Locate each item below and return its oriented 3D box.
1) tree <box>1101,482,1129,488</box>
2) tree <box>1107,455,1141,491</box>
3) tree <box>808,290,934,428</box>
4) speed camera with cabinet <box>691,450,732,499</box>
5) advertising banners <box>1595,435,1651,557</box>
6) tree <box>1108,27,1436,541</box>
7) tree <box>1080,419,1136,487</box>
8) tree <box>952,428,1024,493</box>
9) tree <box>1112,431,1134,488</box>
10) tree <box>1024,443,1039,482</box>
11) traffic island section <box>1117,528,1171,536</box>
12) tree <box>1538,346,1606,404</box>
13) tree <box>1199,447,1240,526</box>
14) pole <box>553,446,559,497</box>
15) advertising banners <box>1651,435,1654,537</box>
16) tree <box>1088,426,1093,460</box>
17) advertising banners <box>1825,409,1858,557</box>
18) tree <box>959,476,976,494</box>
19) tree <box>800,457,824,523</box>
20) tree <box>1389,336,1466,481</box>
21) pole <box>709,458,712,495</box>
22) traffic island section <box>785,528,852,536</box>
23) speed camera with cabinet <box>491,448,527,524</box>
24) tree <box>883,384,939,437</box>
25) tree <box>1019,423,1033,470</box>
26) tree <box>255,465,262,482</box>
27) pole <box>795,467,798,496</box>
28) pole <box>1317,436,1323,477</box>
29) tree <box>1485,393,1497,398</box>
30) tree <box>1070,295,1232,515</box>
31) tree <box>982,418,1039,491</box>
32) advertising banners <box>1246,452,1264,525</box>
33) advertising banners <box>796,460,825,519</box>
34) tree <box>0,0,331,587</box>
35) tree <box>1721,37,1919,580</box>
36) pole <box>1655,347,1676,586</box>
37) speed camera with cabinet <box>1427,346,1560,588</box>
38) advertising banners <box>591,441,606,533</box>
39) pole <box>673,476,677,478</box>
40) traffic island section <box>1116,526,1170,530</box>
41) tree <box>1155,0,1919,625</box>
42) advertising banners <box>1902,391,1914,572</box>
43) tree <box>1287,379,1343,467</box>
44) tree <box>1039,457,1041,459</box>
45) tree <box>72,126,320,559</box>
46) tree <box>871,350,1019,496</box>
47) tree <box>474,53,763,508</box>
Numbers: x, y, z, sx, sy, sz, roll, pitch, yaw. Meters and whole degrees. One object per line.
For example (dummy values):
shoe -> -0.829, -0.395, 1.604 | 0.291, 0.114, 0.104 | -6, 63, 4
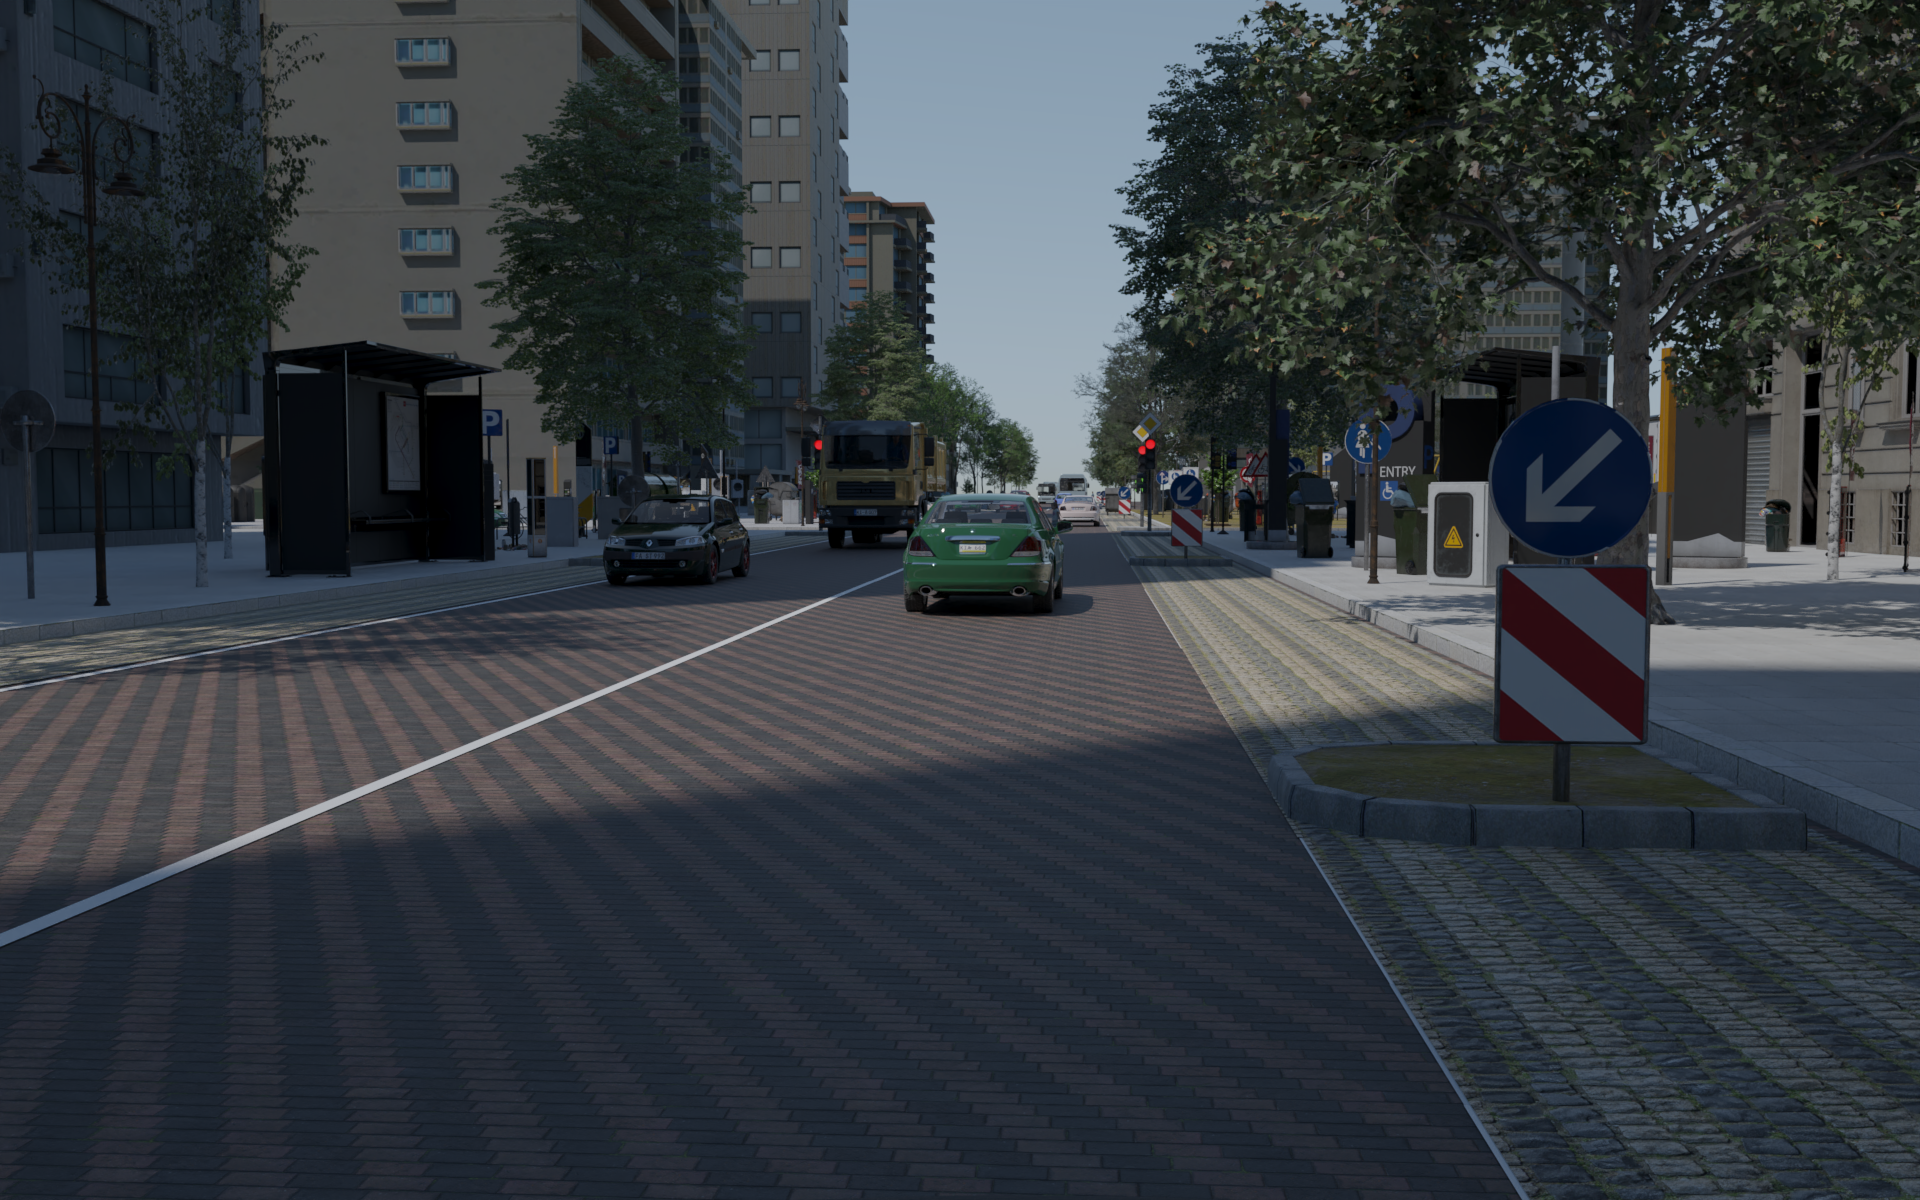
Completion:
tree -> 26.453, -22.739, 289.905 | 7.486, 12.596, 7.792 | 0, 3, 0
tree -> 21.357, -16.896, 226.616 | 4.360, 8.622, 3.978 | 0, 3, 0
tree -> -4.838, -10.929, 96.811 | 7.486, 12.596, 7.792 | 0, 3, 0
speed camera with cabinet -> -11.438, -5.106, 77.813 | 2.038, 3.252, 0.660 | 0, 4, 6
advertising banners -> 12.976, -2.406, 35.519 | 2.074, 3.025, 0.090 | 1, 4, 19
tree -> 8.653, -8.559, 46.602 | 9.857, 13.997, 8.962 | 0, 3, 0
tree -> 19.741, -17.922, 210.031 | 9.611, 12.733, 9.660 | 0, 3, 0
tree -> 2.386, -16.455, 203.446 | 7.601, 10.594, 8.767 | -1, 4, -13
tree -> 17.405, -13.949, 178.432 | 4.737, 8.622, 4.395 | 0, 3, 0
tree -> 9.408, -21.467, 285.402 | 7.601, 10.594, 8.767 | 1, 4, 17
traffic island section -> 6.539, -2.280, 59.565 | 2.009, 0.180, 2.903 | 0, 4, 4
tree -> 29.449, -8.267, 85.520 | 4.737, 8.622, 4.395 | 0, 3, 0
tree -> 10.843, -4.749, 72.252 | 1.663, 3.219, 1.824 | 0, 3, 0
pole -> -17.157, -4.877, 73.574 | 0.158, 3.312, 0.155 | 0, 3, 0
advertising banners -> 21.121, -3.379, 51.427 | 2.074, 3.025, 0.090 | 1, 4, 18
tree -> 14.293, -13.332, 124.627 | 9.857, 13.997, 8.962 | 0, 3, 0
advertising banners -> 17.977, -2.390, 35.261 | 0.090, 3.025, 2.074 | 3, 5, 40
tree -> 0.696, -10.905, 172.905 | 1.663, 3.219, 1.824 | 0, 3, 0
tree -> -5.914, -5.019, 76.668 | 1.663, 3.219, 1.824 | 0, 3, 0
tree -> 19.799, -7.717, 76.527 | 4.360, 8.622, 3.978 | 0, 3, 0
pole -> -14.097, -6.364, 97.897 | 0.158, 3.312, 0.155 | 0, 3, 0
traffic island section -> -4.872, -2.331, 60.396 | 2.009, 0.180, 2.903 | 0, 4, 4
speed camera with cabinet -> -19.775, -4.942, 75.136 | 2.038, 3.252, 0.660 | -3, 5, -40
tree -> -3.274, -9.886, 112.005 | 4.737, 8.622, 4.395 | 0, 3, 0
tree -> -0.555, -13.845, 152.124 | 9.928, 11.665, 9.643 | 0, 3, 0
tree -> -21.129, -3.648, 54.245 | 1.663, 3.219, 1.824 | 0, 3, 0
pole -> -12.283, -8.323, 129.925 | 0.158, 3.312, 0.155 | 0, 3, 0
pole -> 12.413, -4.032, 59.760 | 0.158, 3.312, 0.155 | 0, 3, 0
tree -> 37.152, -10.442, 121.086 | 4.737, 8.622, 4.395 | 0, 3, 0
tree -> 11.977, -12.010, 106.737 | 12.009, 13.543, 11.850 | 0, 3, 0
tree -> 7.015, -20.691, 256.431 | 7.486, 12.596, 7.792 | 0, 3, 0
advertising banners -> 12.386, -4.614, 71.624 | 0.090, 3.025, 2.074 | -1, 4, -23
advertising banners -> -7.544, -5.675, 88.966 | 2.074, 3.025, 0.090 | -3, 4, -36
tree -> -10.696, -4.486, 23.708 | 4.360, 8.622, 3.978 | 0, 3, 0
tree -> 13.255, -4.598, 25.542 | 4.737, 8.622, 4.395 | 0, 3, 0
pole -> 9.884, -1.858, 24.224 | 0.158, 3.312, 0.155 | 0, 3, 0
speed camera with cabinet -> 7.399, -1.794, 23.670 | 0.660, 3.252, 2.038 | -3, 4, -38
advertising banners -> -11.832, -3.703, 56.732 | 0.090, 3.025, 2.074 | -2, 4, -24
pole -> -14.994, -5.952, 91.158 | 0.158, 3.312, 0.155 | 0, 3, 0
traffic island section -> 7.117, -2.767, 67.529 | 2.009, 0.180, 2.903 | 0, 4, 4
tree -> 6.768, -6.114, 16.972 | 9.611, 12.733, 9.660 | 0, 3, 0
advertising banners -> 15.964, -2.014, 29.122 | 0.090, 3.025, 2.074 | 2, 4, 30
tree -> 21.079, -9.541, 106.361 | 4.737, 8.622, 4.395 | 0, 3, 0
tree -> 10.294, -23.512, 302.543 | 7.486, 12.596, 7.792 | 0, 3, 0
tree -> -14.761, -5.125, 34.153 | 4.737, 8.622, 4.395 | 0, 3, 0
tree -> -2.828, -12.203, 125.272 | 9.928, 11.665, 9.643 | 0, 3, 0
tree -> -8.934, -7.790, 45.487 | 7.486, 12.596, 7.792 | 0, 3, 0
